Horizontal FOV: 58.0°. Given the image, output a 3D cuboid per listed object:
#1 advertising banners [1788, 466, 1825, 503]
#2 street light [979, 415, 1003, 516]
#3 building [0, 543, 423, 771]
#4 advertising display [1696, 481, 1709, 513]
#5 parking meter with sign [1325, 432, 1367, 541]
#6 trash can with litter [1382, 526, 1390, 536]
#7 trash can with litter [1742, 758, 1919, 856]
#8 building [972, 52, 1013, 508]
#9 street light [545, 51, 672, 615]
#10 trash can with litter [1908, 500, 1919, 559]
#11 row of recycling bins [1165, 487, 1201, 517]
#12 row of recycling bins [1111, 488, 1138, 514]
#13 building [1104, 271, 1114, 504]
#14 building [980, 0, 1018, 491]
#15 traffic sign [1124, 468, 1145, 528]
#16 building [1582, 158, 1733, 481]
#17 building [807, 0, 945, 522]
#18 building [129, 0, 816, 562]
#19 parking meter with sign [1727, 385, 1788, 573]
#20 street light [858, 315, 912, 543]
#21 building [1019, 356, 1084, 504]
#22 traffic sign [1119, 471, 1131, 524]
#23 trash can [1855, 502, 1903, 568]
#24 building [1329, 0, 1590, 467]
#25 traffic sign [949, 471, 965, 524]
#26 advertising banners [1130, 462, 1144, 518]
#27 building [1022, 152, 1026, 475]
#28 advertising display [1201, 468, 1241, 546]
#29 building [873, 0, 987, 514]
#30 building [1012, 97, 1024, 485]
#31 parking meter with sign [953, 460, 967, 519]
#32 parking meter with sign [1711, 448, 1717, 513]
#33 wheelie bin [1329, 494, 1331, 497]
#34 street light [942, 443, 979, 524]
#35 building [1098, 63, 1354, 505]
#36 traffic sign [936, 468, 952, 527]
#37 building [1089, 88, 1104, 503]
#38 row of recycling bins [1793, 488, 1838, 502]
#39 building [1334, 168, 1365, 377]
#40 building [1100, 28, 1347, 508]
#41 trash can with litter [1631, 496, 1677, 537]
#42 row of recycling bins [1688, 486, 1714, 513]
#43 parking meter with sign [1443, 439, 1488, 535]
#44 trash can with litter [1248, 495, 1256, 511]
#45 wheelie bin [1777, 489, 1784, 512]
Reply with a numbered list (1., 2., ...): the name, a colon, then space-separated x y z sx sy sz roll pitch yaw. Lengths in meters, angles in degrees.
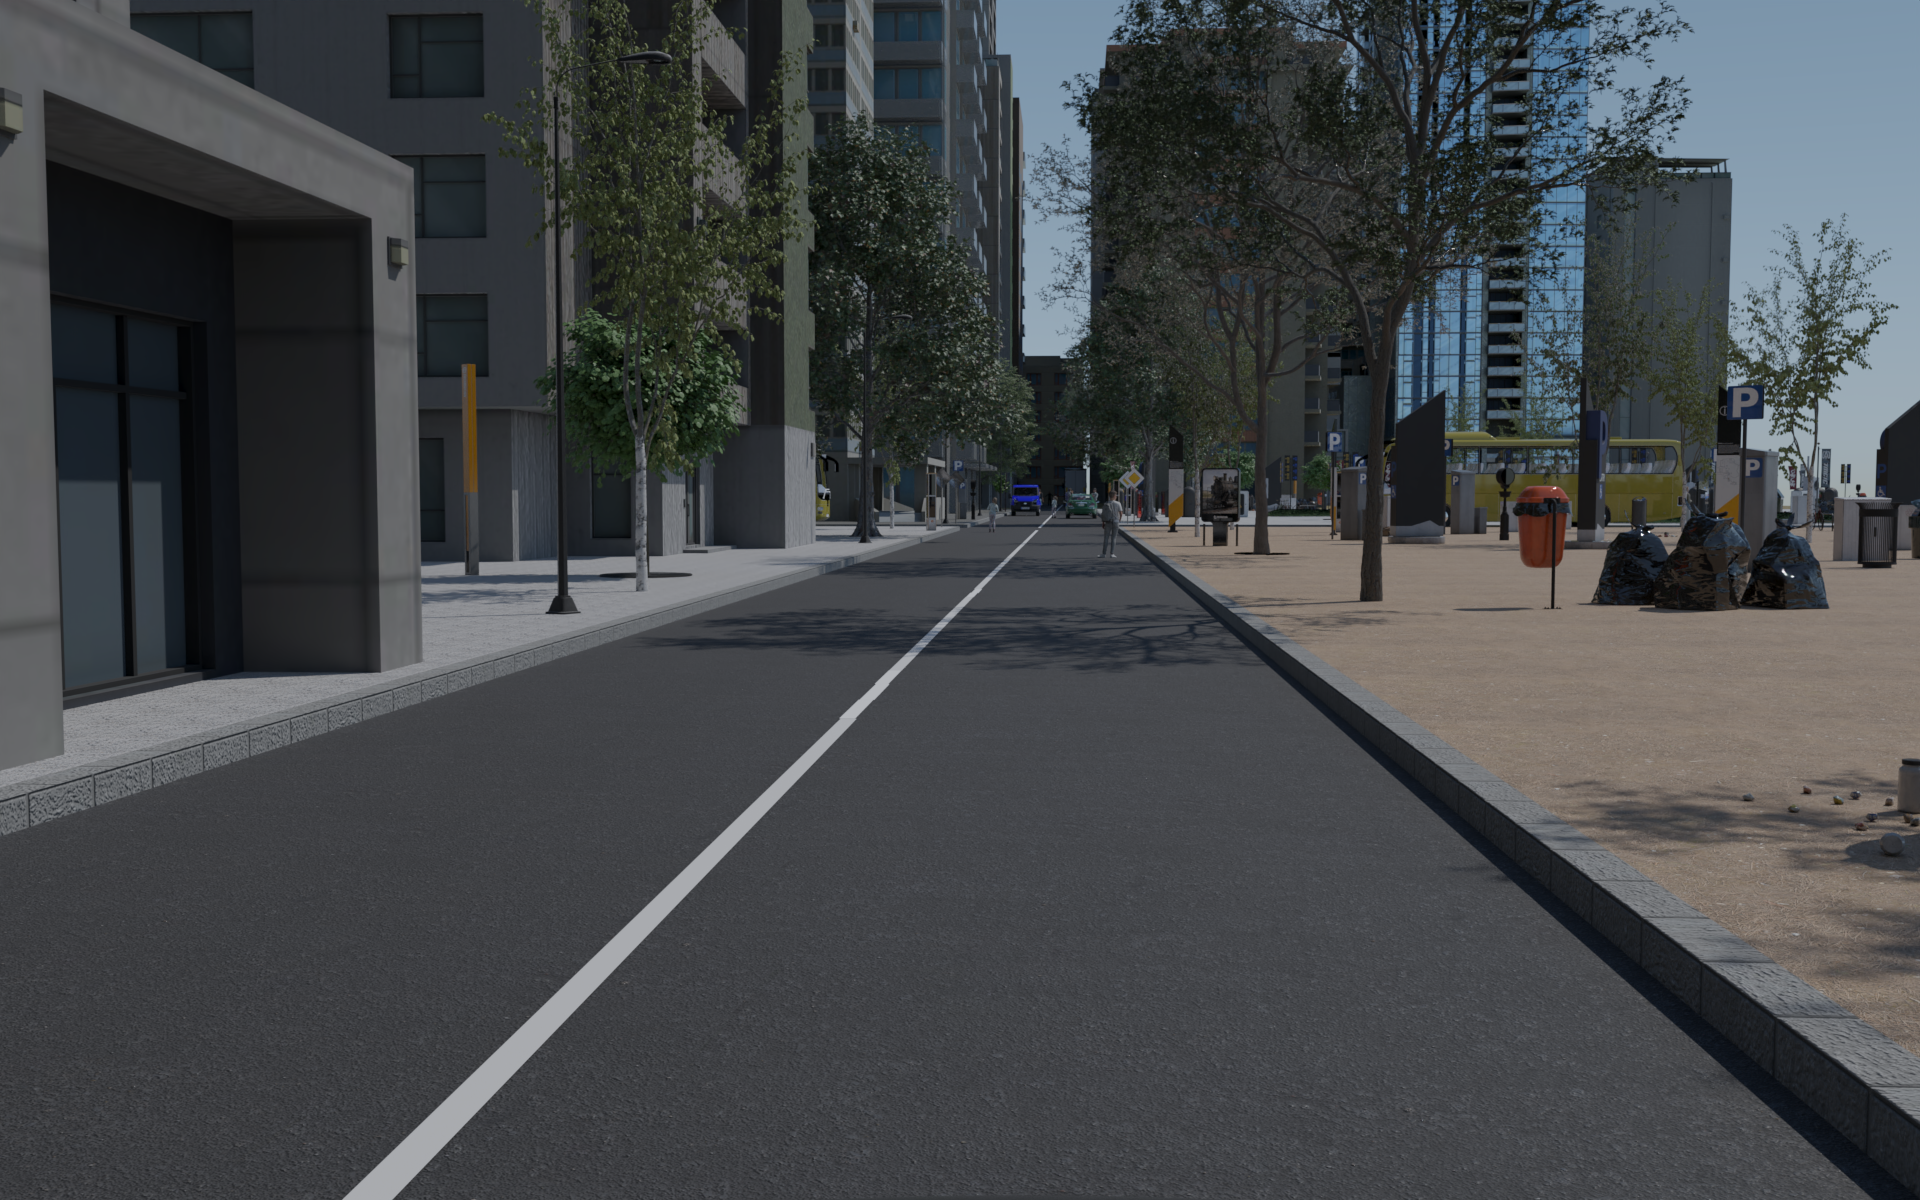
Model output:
1. advertising banners: 51.932 -6.737 106.341 2.074 3.025 0.090 2 4 34
2. street light: 1.704 -7.878 101.349 1.470 5.913 1.316 0 4 4
3. building: -14.577 -34.798 7.207 20.563 71.187 20.611 0 4 4
4. advertising display: 35.816 -4.790 83.524 0.974 1.923 0.123 -3 4 -37
5. parking meter with sign: 10.963 -3.176 48.185 0.543 3.016 1.738 -2 4 -31
6. trash can with litter: 13.169 -2.513 52.478 0.624 1.170 1.055 -3 5 -45
7. trash can with litter: 3.758 0.300 6.156 1.678 1.210 2.233 1 4 22
8. building: -2.508 -28.947 156.876 14.154 41.232 14.086 0 4 4
9. street light: -3.723 -2.804 18.381 1.470 5.913 1.316 0 4 4
10. trash can with litter: 19.212 -1.384 34.012 0.624 1.170 1.055 -2 4 -27
11. row of recycling bins: 13.055 -5.408 95.540 3.534 1.692 1.069 -1 4 -12
12. row of recycling bins: 10.790 -6.315 110.369 1.069 1.692 3.534 3 5 42
13. building: 22.875 -25.600 190.265 14.160 30.474 14.107 0 4 4
14. building: -4.579 -44.966 173.449 20.563 71.187 20.611 0 4 4
15. traffic sign: 6.676 -3.838 66.392 0.795 2.450 0.064 0 4 4
16. building: 84.816 -32.370 212.851 14.086 41.232 14.154 0 4 4
17. building: -17.215 -24.136 86.501 32.217 40.220 23.993 0 4 4
18. building: -11.230 -16.288 38.008 14.160 30.474 14.107 0 4 4
19. parking meter with sign: 13.151 -1.969 28.454 0.543 3.016 1.738 3 5 42
20. street light: -1.940 -4.435 45.056 1.470 5.913 1.316 0 4 4
21. building: 3.138 -24.621 247.590 28.899 21.520 27.650 0 4 4
22. traffic sign: 7.198 -4.325 74.360 0.795 2.450 0.064 0 4 4
23. trash can: 15.971 -1.130 30.134 0.748 1.137 0.748 0 3 0
24. building: 61.985 -54.864 209.701 31.000 86.520 22.319 0 4 4
25. traffic sign: -0.179 -4.356 74.862 0.795 2.450 0.064 0 4 4
26. advertising banners: 9.526 -5.851 91.844 0.090 3.025 2.074 3 4 36
27. building: -7.276 -36.325 213.526 30.456 49.044 23.786 0 4 4
28. advertising display: 6.439 -2.298 42.792 0.974 1.923 0.123 2 4 27
29. building: -9.642 -30.664 120.971 23.786 49.044 30.456 0 4 4
30. building: -0.128 -33.174 192.499 14.600 45.320 14.200 0 4 4
31. parking meter with sign: 0.041 -5.662 88.827 0.543 3.016 1.738 -1 4 -10
32. parking meter with sign: 28.367 -4.186 64.706 0.543 3.016 1.738 1 4 21
33. wheelie bin: 22.344 -5.788 102.534 0.980 1.594 0.693 2 4 28
34. street light: -0.068 -6.247 74.672 1.470 5.913 1.316 0 4 4
35. building: 31.060 -37.958 209.858 28.713 52.752 27.495 0 4 4
36. traffic sign: -0.702 -3.869 66.894 0.795 2.450 0.064 0 4 4
37. building: 32.422 -42.817 242.060 28.212 58.520 21.231 0 4 4
38. row of recycling bins: 54.335 -6.301 110.138 1.069 1.692 3.534 -1 4 -16
39. building: 58.329 -37.694 240.003 21.600 48.544 21.300 0 4 4
40. building: 24.832 -31.400 168.008 22.147 44.769 28.867 0 4 4
41. trash can with litter: 20.659 -2.487 51.717 2.233 1.210 1.678 -1 4 -22
42. row of recycling bins: 38.110 -4.950 88.041 1.069 1.692 3.534 0 4 -4
43. parking meter with sign: 16.035 -3.600 55.122 1.738 3.016 0.543 -2 4 -30
44. trash can with litter: 22.029 -7.329 130.880 1.678 1.210 2.233 0 4 -7
45. wheelie bin: 47.396 -5.666 100.550 0.693 1.594 0.980 3 5 41
